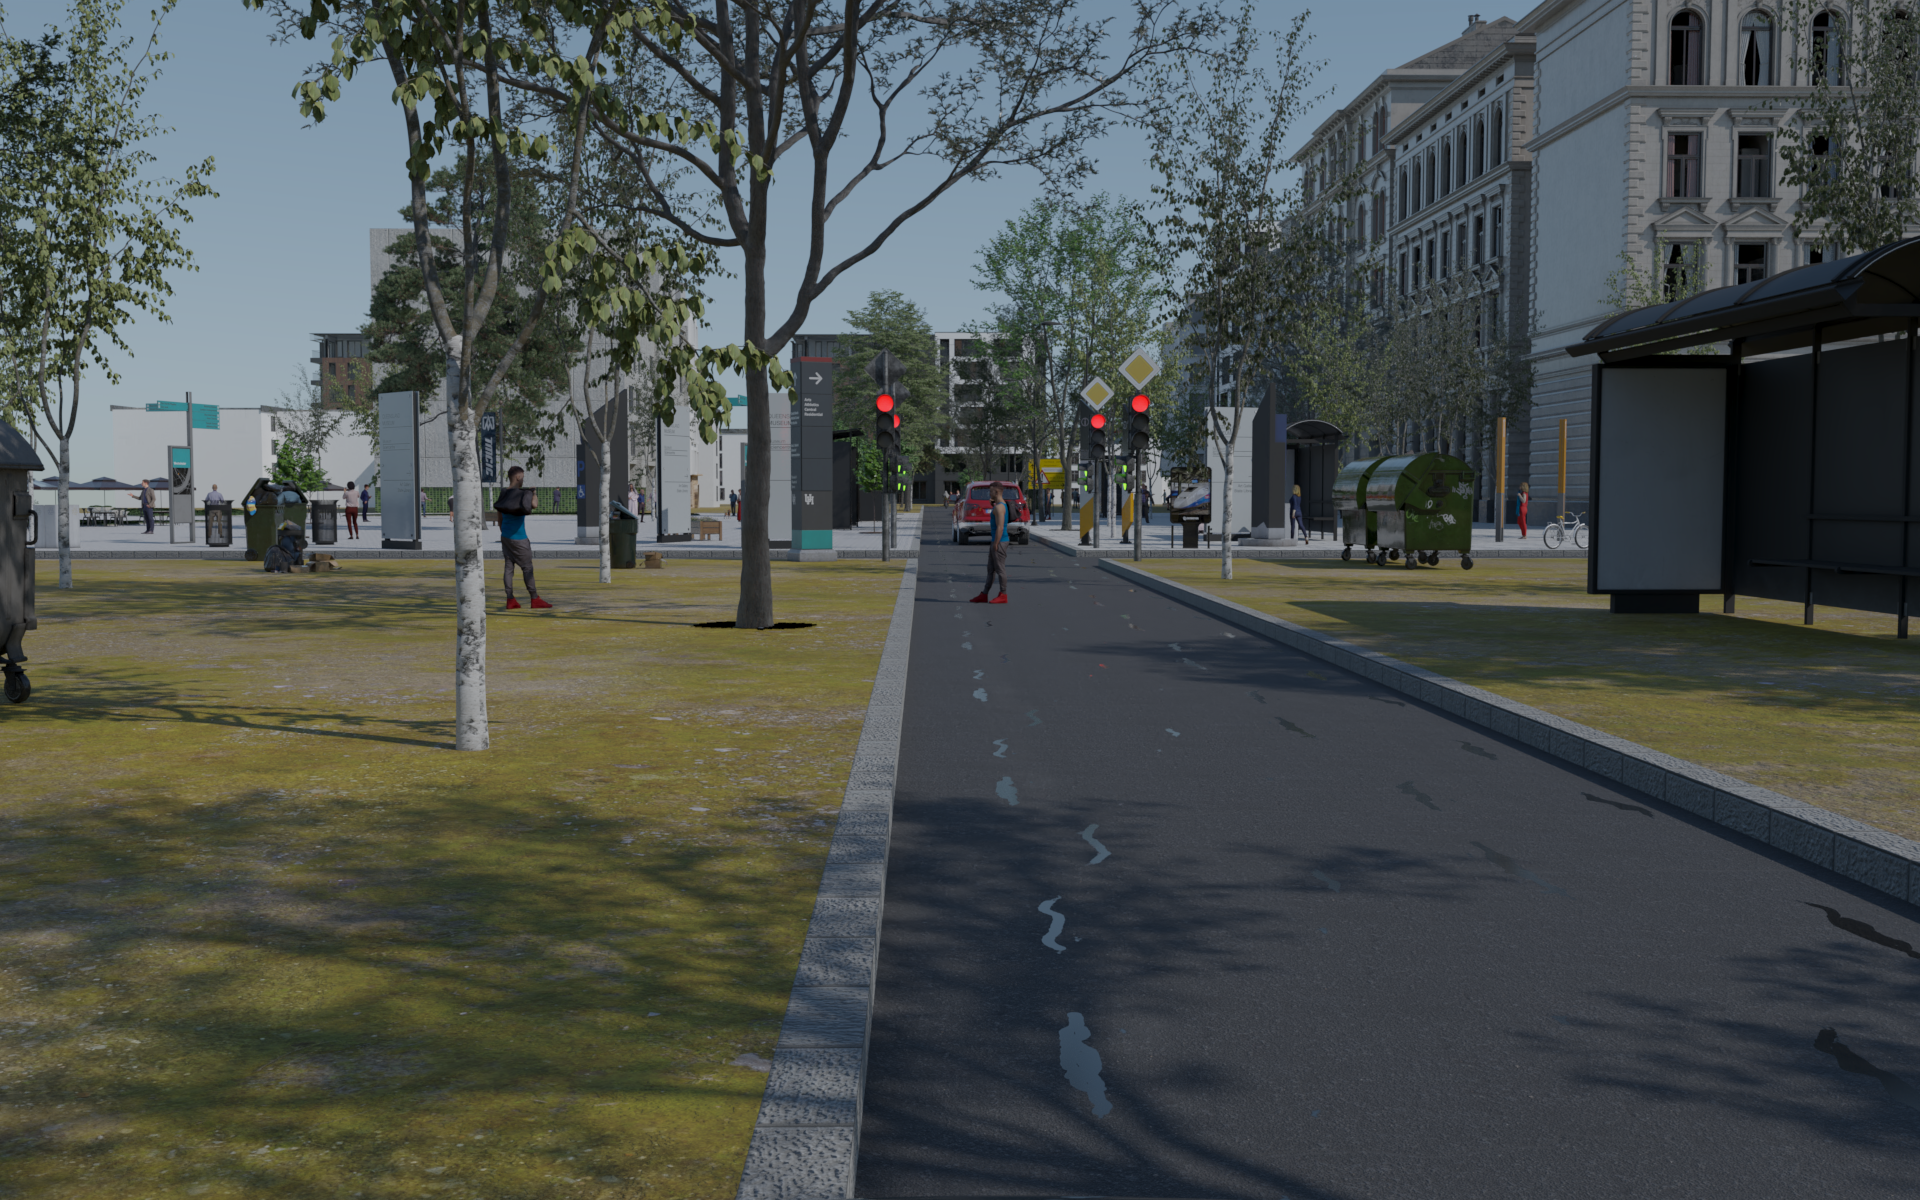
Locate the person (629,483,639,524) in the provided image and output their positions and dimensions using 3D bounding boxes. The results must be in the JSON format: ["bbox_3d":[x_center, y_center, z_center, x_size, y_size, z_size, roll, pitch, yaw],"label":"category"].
[{"bbox_3d":[-13.935,-4.086,73.512,0.551,1.740,0.621,-3,4,-37],"label":"person"}]

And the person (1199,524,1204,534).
[{"bbox_3d":[7.666,-3.004,55.830,0.621,1.740,0.551,-2,4,-27],"label":"person"}]

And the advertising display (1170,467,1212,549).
[{"bbox_3d":[5.424,-2.169,40.683,0.974,1.923,0.123,1,4,12],"label":"advertising display"}]

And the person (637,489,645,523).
[{"bbox_3d":[-14.318,-4.220,77.729,0.574,1.496,0.600,-2,4,-35],"label":"person"}]

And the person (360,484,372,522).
[{"bbox_3d":[-27.317,-4.466,79.766,0.504,1.737,0.576,0,4,-7],"label":"person"}]

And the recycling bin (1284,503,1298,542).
[{"bbox_3d":[8.657,-2.074,46.457,0.722,1.027,0.722,0,4,2],"label":"recycling bin"}]

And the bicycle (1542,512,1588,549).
[{"bbox_3d":[14.158,-1.661,40.375,1.543,0.972,0.635,-1,4,-23],"label":"bicycle"}]

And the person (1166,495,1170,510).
[{"bbox_3d":[16.444,-7.738,135.785,0.697,1.427,0.421,-1,4,-21],"label":"person"}]

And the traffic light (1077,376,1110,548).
[{"bbox_3d":[3.209,-3.160,40.915,0.839,4.213,0.868,0,4,-1],"label":"traffic light"}]

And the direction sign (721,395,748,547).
[{"bbox_3d":[-5.727,-3.299,42.702,1.411,3.948,2.525,0,4,5],"label":"direction sign"}]

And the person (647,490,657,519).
[{"bbox_3d":[-15.899,-5.019,90.057,0.963,1.587,0.435,-2,4,-35],"label":"person"}]

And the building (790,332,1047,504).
[{"bbox_3d":[-5.612,-23.730,231.952,32.646,21.610,27.936,0,4,-1],"label":"building"}]

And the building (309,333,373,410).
[{"bbox_3d":[-66.317,-23.657,230.762,32.646,21.610,27.936,0,4,-1],"label":"building"}]

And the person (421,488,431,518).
[{"bbox_3d":[-29.164,-5.257,93.955,0.963,1.587,0.435,0,4,-3],"label":"person"}]

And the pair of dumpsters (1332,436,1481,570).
[{"bbox_3d":[7.984,-1.754,31.175,1.574,2.255,4.436,0,4,-1],"label":"pair of dumpsters"}]

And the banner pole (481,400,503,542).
[{"bbox_3d":[-12.489,-3.451,46.446,0.863,3.779,0.401,1,4,20],"label":"banner pole"}]

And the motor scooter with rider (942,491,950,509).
[{"bbox_3d":[-1.328,-9.887,170.620,0.876,1.779,1.986,0,4,-1],"label":"motor scooter with rider"}]

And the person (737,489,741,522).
[{"bbox_3d":[-10.034,-4.349,79.610,0.387,1.526,0.523,3,5,40],"label":"person"}]

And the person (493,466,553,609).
[{"bbox_3d":[-4.875,-0.696,19.288,0.647,1.594,0.662,2,4,27],"label":"person"}]

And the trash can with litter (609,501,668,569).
[{"bbox_3d":[-5.580,-1.132,29.891,1.055,1.170,0.624,0,4,-5],"label":"trash can with litter"}]

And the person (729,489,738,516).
[{"bbox_3d":[-13.225,-5.678,101.092,0.499,1.552,0.429,2,4,24],"label":"person"}]

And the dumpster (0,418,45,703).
[{"bbox_3d":[-6.278,-0.251,9.869,1.264,1.857,1.865,0,4,-1],"label":"dumpster"}]

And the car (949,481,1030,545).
[{"bbox_3d":[0.862,-2.551,50.377,2.281,1.827,5.304,0,4,-3],"label":"car"}]

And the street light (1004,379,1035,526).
[{"bbox_3d":[2.459,-5.946,69.758,1.470,5.913,1.316,0,4,-1],"label":"street light"}]

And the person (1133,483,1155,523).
[{"bbox_3d":[8.089,-4.258,76.217,0.990,1.755,0.434,0,4,1],"label":"person"}]

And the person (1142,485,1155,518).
[{"bbox_3d":[10.080,-5.284,92.962,0.750,1.759,0.617,0,4,-2],"label":"person"}]

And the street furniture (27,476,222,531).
[{"bbox_3d":[-37.702,-3.679,65.178,14.083,1.986,27.439,0,4,-5],"label":"street furniture"}]

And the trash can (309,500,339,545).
[{"bbox_3d":[-16.050,-1.962,43.731,0.748,1.137,0.748,0,3,0],"label":"trash can"}]

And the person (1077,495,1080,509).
[{"bbox_3d":[10.177,-8.345,145.720,0.697,1.427,0.421,2,4,35],"label":"person"}]

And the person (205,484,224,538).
[{"bbox_3d":[-21.822,-2.605,50.701,0.516,1.574,0.319,-1,4,-15],"label":"person"}]

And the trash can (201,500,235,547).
[{"bbox_3d":[-17.909,-1.846,41.839,0.748,1.137,0.748,0,3,0],"label":"trash can"}]

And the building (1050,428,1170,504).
[{"bbox_3d":[25.643,-17.258,224.311,28.070,9.664,9.099,0,4,-1],"label":"building"}]

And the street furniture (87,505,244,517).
[{"bbox_3d":[-46.914,-5.285,102.038,10.072,0.657,5.734,3,4,36],"label":"street furniture"}]

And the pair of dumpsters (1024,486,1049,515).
[{"bbox_3d":[4.875,-6.458,108.074,1.574,2.255,4.436,0,4,-1],"label":"pair of dumpsters"}]

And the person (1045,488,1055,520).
[{"bbox_3d":[4.353,-4.749,85.552,0.662,1.594,0.647,0,4,1],"label":"person"}]

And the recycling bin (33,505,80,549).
[{"bbox_3d":[-21.438,-1.746,41.108,0.722,1.027,0.722,1,4,16],"label":"recycling bin"}]

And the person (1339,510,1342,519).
[{"bbox_3d":[19.702,-5.067,89.686,0.742,1.727,0.445,1,4,22],"label":"person"}]

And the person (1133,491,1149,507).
[{"bbox_3d":[7.573,-3.875,72.635,0.697,1.427,0.421,-1,4,-15],"label":"person"}]

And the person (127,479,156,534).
[{"bbox_3d":[-26.216,-2.992,55.499,0.750,1.759,0.617,-3,5,-41],"label":"person"}]

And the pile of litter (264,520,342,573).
[{"bbox_3d":[-10.895,-0.911,28.859,1.176,0.858,1.719,1,4,21],"label":"pile of litter"}]

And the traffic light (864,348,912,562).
[{"bbox_3d":[-1.390,-2.665,32.820,0.839,4.213,0.868,0,4,-1],"label":"traffic light"}]

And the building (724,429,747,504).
[{"bbox_3d":[-35.782,-17.156,222.649,28.070,9.664,9.099,0,4,-1],"label":"building"}]

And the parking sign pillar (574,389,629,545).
[{"bbox_3d":[-9.092,-3.399,44.046,1.447,3.967,1.447,3,5,44],"label":"parking sign pillar"}]

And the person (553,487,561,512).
[{"bbox_3d":[-26.200,-6.488,112.565,0.683,1.767,0.568,1,4,10],"label":"person"}]

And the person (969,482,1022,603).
[{"bbox_3d":[0.467,-0.758,22.771,0.662,1.594,0.647,0,4,-7],"label":"person"}]

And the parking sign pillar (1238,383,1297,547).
[{"bbox_3d":[7.589,-3.312,42.630,1.447,3.967,1.447,-1,4,-9],"label":"parking sign pillar"}]

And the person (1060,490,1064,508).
[{"bbox_3d":[9.409,-9.371,159.348,0.705,1.812,1.348,0,4,-5],"label":"person"}]

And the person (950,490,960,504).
[{"bbox_3d":[-0.314,-7.061,124.747,0.742,1.727,0.445,0,4,-8],"label":"person"}]

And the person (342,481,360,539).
[{"bbox_3d":[-17.244,-2.540,49.025,0.517,1.644,0.566,0,4,4],"label":"person"}]

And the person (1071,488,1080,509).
[{"bbox_3d":[10.175,-8.959,152.603,1.350,1.814,0.705,2,4,29],"label":"person"}]

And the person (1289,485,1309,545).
[{"bbox_3d":[8.604,-2.168,44.029,0.613,1.512,0.480,2,4,27],"label":"person"}]

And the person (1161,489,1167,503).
[{"bbox_3d":[22.361,-11.218,189.541,0.705,1.814,1.350,-1,4,-15],"label":"person"}]

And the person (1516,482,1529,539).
[{"bbox_3d":[15.924,-2.530,49.109,0.593,1.614,0.444,-3,5,-44],"label":"person"}]

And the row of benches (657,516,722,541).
[{"bbox_3d":[-7.734,-2.062,49.184,1.422,0.672,4.104,-2,4,-27],"label":"row of benches"}]

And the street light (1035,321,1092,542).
[{"bbox_3d":[2.871,-4.535,46.682,1.470,5.913,1.316,0,4,-1],"label":"street light"}]

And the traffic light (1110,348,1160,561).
[{"bbox_3d":[3.370,-2.672,32.932,0.839,4.213,0.868,0,4,-1],"label":"traffic light"}]

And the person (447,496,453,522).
[{"bbox_3d":[-22.865,-4.238,78.524,0.628,1.438,0.799,0,4,3],"label":"person"}]

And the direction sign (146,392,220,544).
[{"bbox_3d":[-20.636,-3.460,45.337,1.411,3.948,2.525,1,4,11],"label":"direction sign"}]
